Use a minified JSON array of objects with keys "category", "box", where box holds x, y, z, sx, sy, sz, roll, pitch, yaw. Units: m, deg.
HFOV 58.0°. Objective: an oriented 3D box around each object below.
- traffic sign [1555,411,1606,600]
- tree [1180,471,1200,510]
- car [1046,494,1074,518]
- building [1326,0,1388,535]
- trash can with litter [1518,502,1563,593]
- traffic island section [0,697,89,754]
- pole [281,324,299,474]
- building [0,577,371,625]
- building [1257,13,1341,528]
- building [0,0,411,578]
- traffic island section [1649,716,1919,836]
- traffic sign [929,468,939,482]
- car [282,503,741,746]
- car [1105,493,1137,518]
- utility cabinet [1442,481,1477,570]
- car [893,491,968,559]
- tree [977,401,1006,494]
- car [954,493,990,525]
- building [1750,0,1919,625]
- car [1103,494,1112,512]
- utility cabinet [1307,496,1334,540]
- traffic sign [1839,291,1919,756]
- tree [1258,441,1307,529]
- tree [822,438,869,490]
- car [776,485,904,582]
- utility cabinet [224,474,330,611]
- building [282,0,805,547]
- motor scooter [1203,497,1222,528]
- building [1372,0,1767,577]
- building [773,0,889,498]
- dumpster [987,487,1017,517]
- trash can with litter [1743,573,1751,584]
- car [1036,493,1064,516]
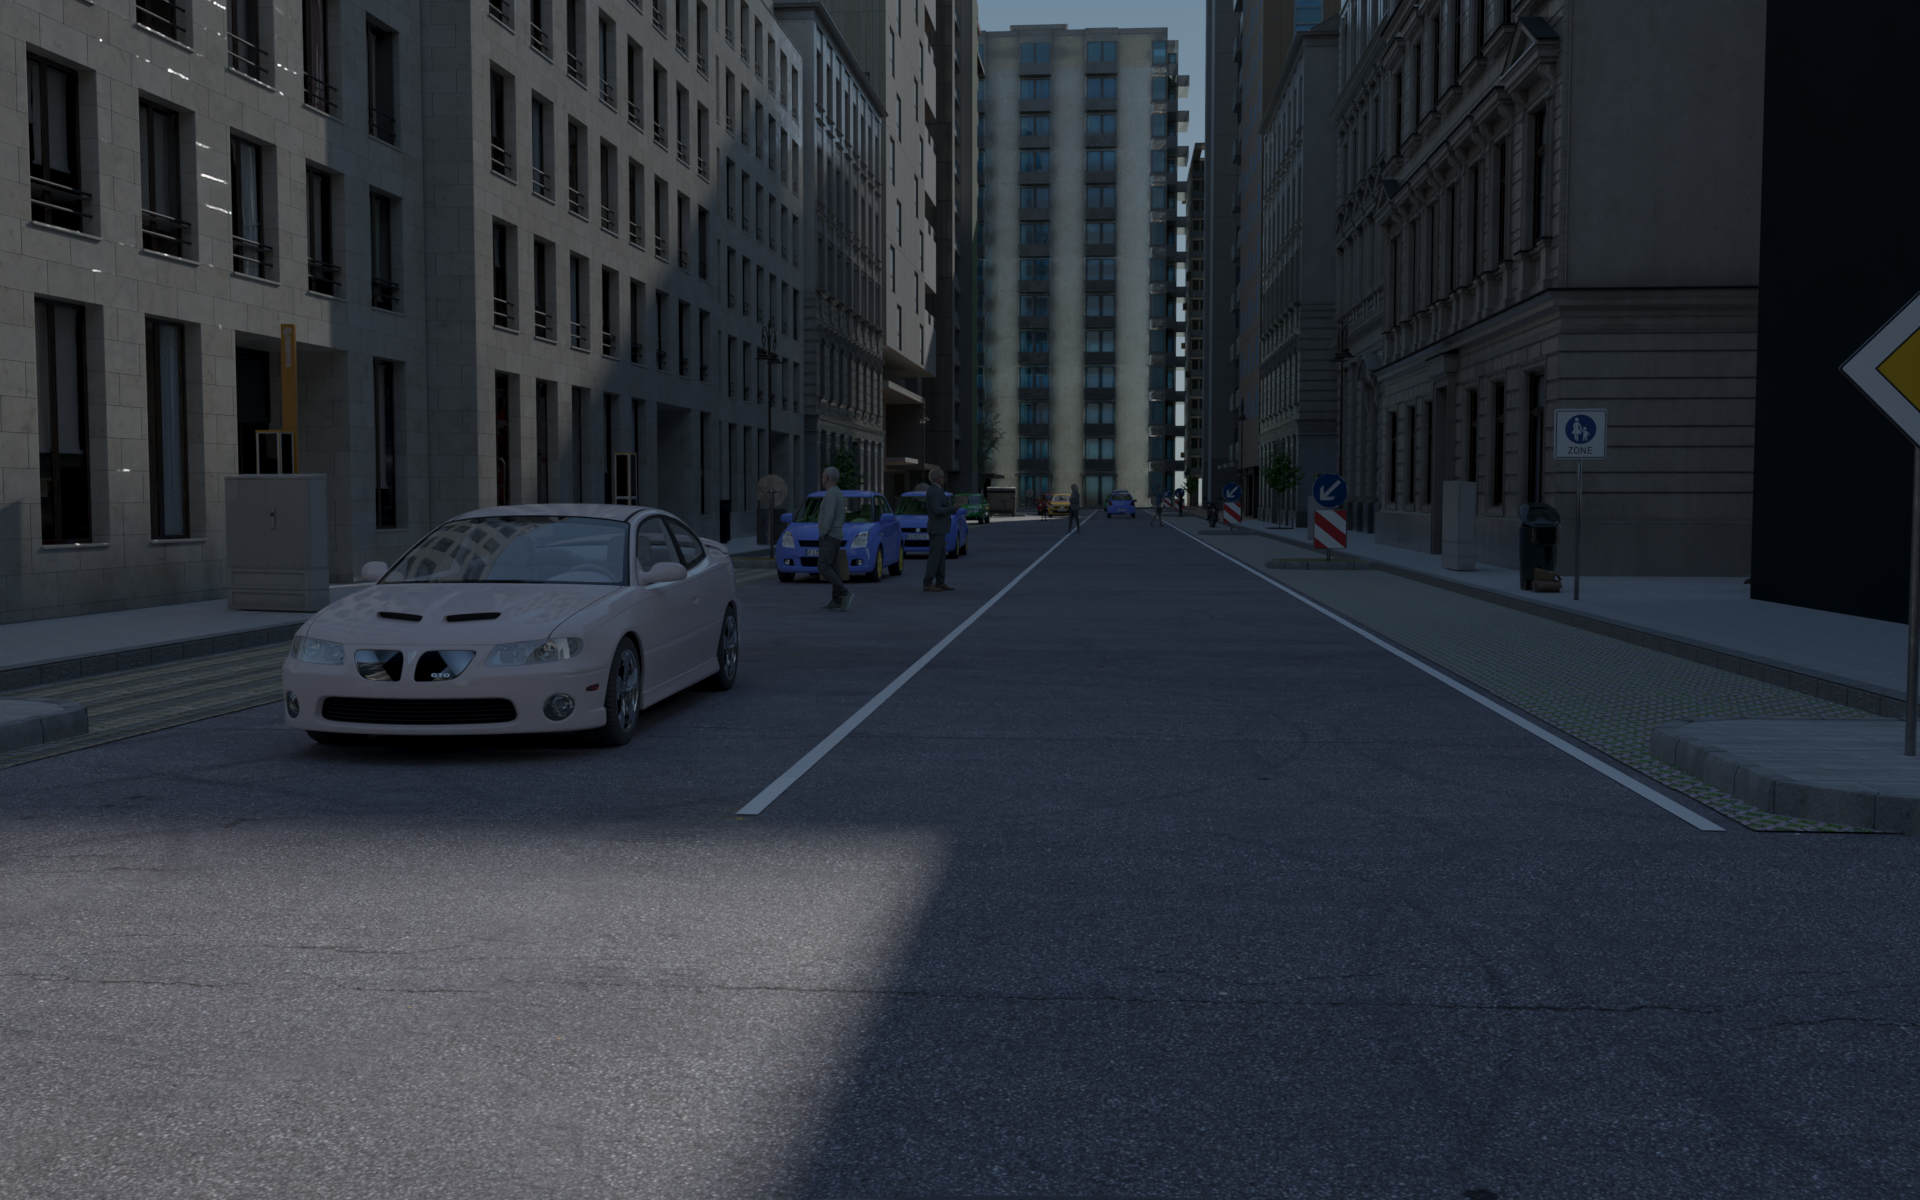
[{"category":"traffic sign","box":[7.449,-1.146,20.865,0.606,2.300,0.079,0,4,8]},{"category":"tree","box":[19.014,-9.117,143.661,1.663,3.219,1.824,0,3,0]},{"category":"car","box":[6.318,-5.898,106.653,2.015,1.641,3.980,0,4,4]},{"category":"building","box":[17.907,-13.787,54.302,11.050,23.489,19.941,0,4,5]},{"category":"trash can with litter","box":[7.753,-0.704,22.898,0.624,1.170,1.055,0,4,4]},{"category":"traffic island section","box":[-6.261,0.782,9.498,2.009,0.180,2.903,0,4,5]},{"category":"pole","box":[-8.061,-1.654,20.881,0.158,3.312,0.155,0,3,0]},{"category":"building","box":[-14.352,-10.051,19.083,10.420,20.320,16.860,0,4,5]},{"category":"building","box":[18.238,-13.732,73.667,9.793,20.994,18.267,0,4,5]},{"category":"building","box":[-12.057,-11.072,35.774,10.420,20.320,16.860,0,4,5]},{"category":"traffic island section","box":[4.686,0.842,8.513,2.009,0.180,2.903,0,4,5]},{"category":"traffic sign","box":[-1.174,-5.174,84.706,0.768,2.556,0.104,1,4,14]},{"category":"car","box":[-2.693,0.059,11.405,2.083,1.381,4.827,0,4,5]},{"category":"car","box":[9.696,-5.790,104.249,1.945,1.707,3.694,0,4,4]},{"category":"utility cabinet","box":[8.418,-1.254,29.183,0.318,1.500,1.173,0,4,3]},{"category":"car","box":[-0.768,-1.830,39.506,1.945,1.707,3.694,0,4,5]},{"category":"tree","box":[1.510,-11.241,134.145,4.360,8.622,3.978,0,3,0]},{"category":"car","box":[0.399,-4.505,82.448,1.959,1.807,4.718,0,4,7]},{"category":"building","box":[17.004,-11.254,13.688,15.834,23.373,12.332,0,4,5]},{"category":"car","box":[12.653,-8.114,141.461,1.959,1.807,4.718,0,4,4]},{"category":"utility cabinet","box":[9.965,-2.244,47.854,0.306,1.237,1.020,-1,4,-15]},{"category":"traffic sign","box":[4.661,-0.293,8.438,0.795,2.450,0.064,0,4,5]},{"category":"tree","box":[11.902,-4.223,63.652,1.663,3.219,1.824,0,3,0]},{"category":"tree","box":[-3.907,-3.969,59.496,1.663,3.219,1.824,0,3,0]},{"category":"car","box":[-1.994,-1.205,29.299,1.945,1.707,3.694,0,4,6]},{"category":"utility cabinet","box":[-7.471,-0.626,18.921,1.173,1.500,0.318,1,4,23]},{"category":"building","box":[-11.393,-12.101,52.610,10.420,20.320,16.860,0,4,5]},{"category":"motor scooter","box":[10.842,-3.765,74.335,0.815,1.314,1.986,0,4,5]},{"category":"building","box":[14.681,-10.425,35.069,10.561,19.102,19.286,0,4,5]},{"category":"building","box":[-8.930,-13.550,70.691,9.793,20.994,18.267,0,4,5]},{"category":"dumpster","box":[2.556,-6.006,106.406,1.865,1.857,1.264,0,4,6]},{"category":"trash can with litter","box":[10.908,-0.707,22.948,0.624,1.170,1.055,-2,4,-29]},{"category":"car","box":[6.178,-6.570,116.465,2.155,1.783,4.494,0,4,5]}]
